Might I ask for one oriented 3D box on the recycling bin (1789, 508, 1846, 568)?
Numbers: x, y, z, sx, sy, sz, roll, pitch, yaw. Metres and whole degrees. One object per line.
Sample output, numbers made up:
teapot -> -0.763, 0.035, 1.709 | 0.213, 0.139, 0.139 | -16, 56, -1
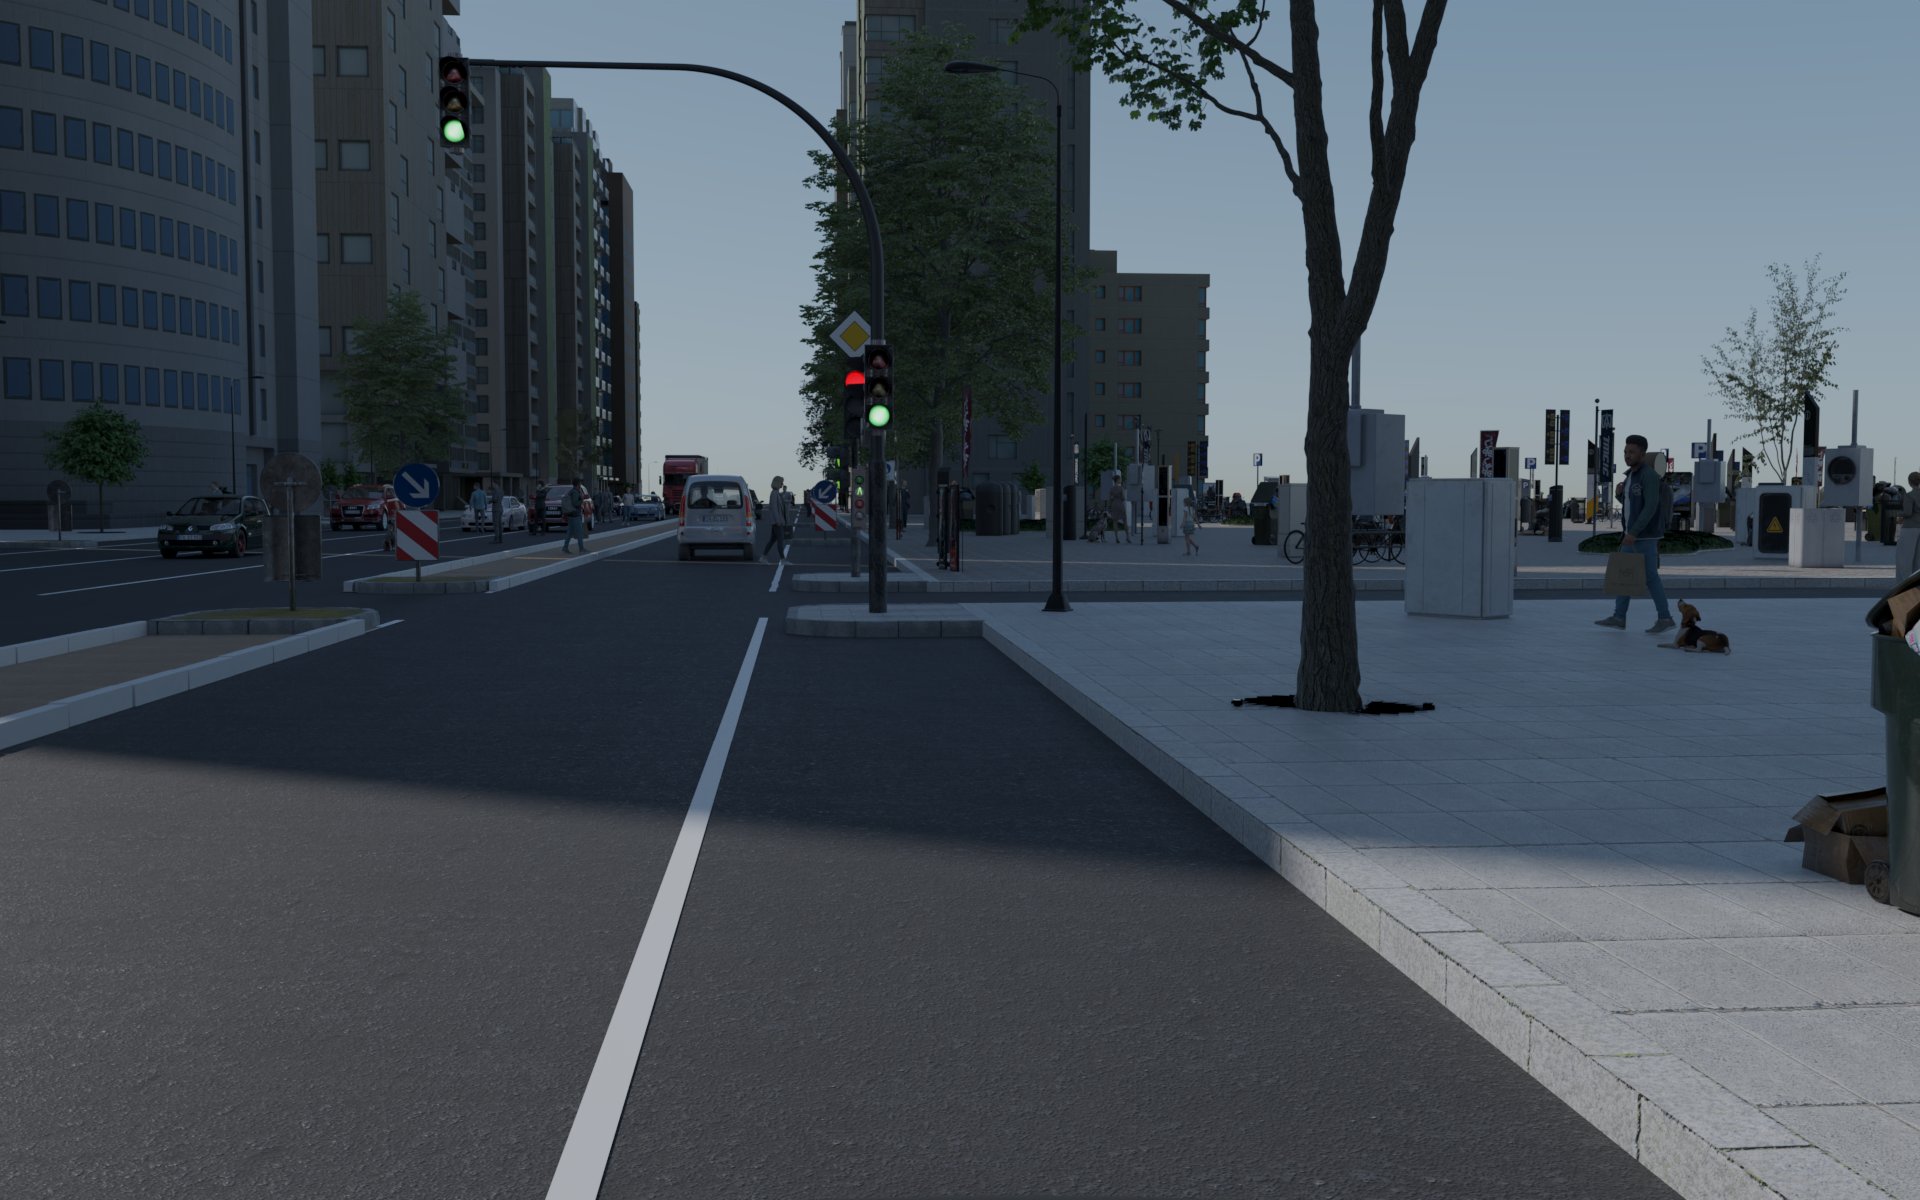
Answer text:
recycling bin -> 14.988, -1.085, 30.298 | 0.722, 1.027, 0.722 | 1, 4, 10

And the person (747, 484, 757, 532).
person -> -7.943, -3.481, 65.227 | 0.655, 1.846, 0.447 | 1, 4, 20

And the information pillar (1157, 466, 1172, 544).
information pillar -> 5.279, -2.459, 44.700 | 0.304, 2.012, 0.304 | 1, 4, 22

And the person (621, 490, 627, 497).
person -> -41.655, -12.794, 215.234 | 0.705, 1.822, 1.348 | 1, 4, 22

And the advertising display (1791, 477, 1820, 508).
advertising display -> 31.262, -3.600, 64.078 | 0.974, 1.923, 0.123 | 3, 5, 43

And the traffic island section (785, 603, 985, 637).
traffic island section -> -0.876, 0.214, 18.786 | 2.009, 0.180, 2.903 | 0, 4, -5

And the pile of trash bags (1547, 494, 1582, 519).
pile of trash bags -> 31.837, -5.046, 92.258 | 1.912, 1.369, 3.447 | 0, 4, 6

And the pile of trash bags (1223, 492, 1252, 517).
pile of trash bags -> 15.217, -5.418, 98.341 | 1.912, 1.369, 3.447 | -1, 4, -13

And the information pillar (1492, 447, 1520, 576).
information pillar -> 8.522, -1.383, 27.102 | 0.304, 2.012, 0.304 | -3, 4, -38

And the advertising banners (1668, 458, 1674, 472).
advertising banners -> 34.279, -5.279, 82.492 | 0.090, 3.025, 2.074 | -1, 4, -11

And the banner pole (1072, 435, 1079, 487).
banner pole -> 4.835, -5.066, 72.847 | 0.401, 3.779, 0.863 | -1, 4, -19

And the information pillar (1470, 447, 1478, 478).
information pillar -> 25.771, -5.843, 86.890 | 0.504, 3.616, 0.183 | -3, 4, -39

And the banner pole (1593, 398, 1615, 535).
banner pole -> 16.741, -3.374, 45.187 | 0.401, 3.779, 0.863 | -1, 4, -19

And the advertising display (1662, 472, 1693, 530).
advertising display -> 20.614, -2.737, 49.968 | 0.974, 1.923, 0.123 | 3, 4, 39

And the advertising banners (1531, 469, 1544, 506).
advertising banners -> 30.010, -5.744, 90.103 | 0.090, 3.025, 2.074 | 3, 4, 37

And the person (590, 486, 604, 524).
person -> -17.588, -4.596, 83.822 | 0.661, 1.801, 0.590 | 1, 4, 22

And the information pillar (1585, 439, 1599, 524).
information pillar -> 26.724, -5.005, 73.192 | 0.504, 3.616, 0.183 | 1, 4, 17

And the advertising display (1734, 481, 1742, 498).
advertising display -> 39.428, -5.041, 87.640 | 0.123, 1.923, 0.974 | 0, 4, 4

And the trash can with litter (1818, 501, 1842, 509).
trash can with litter -> 29.221, -2.882, 58.514 | 1.055, 1.170, 0.624 | -2, 4, -29

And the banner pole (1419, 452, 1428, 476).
banner pole -> 27.226, -6.858, 102.137 | 0.401, 3.779, 0.863 | -3, 5, -40

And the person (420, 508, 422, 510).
person -> -32.166, -5.906, 103.047 | 0.683, 1.767, 0.568 | 3, 5, 41

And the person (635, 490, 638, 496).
person -> -32.011, -9.949, 171.145 | 0.705, 1.826, 1.348 | -2, 4, -23

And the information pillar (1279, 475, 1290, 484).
information pillar -> 12.347, -3.759, 65.958 | 0.304, 2.012, 0.304 | -1, 4, -21

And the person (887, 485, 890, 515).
person -> -4.300, -6.000, 104.273 | 1.348, 1.807, 0.705 | -1, 4, -13

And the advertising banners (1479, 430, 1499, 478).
advertising banners -> 13.794, -3.153, 47.741 | 2.074, 3.025, 0.090 | 2, 4, 33

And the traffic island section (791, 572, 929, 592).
traffic island section -> -1.588, -0.273, 26.739 | 2.009, 0.180, 2.903 | 0, 4, -5

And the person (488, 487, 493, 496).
person -> -20.716, -4.197, 77.219 | 0.694, 1.812, 0.767 | 1, 4, 11

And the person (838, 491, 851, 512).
person -> -8.360, -7.315, 125.658 | 1.348, 1.821, 0.705 | -3, 4, -38

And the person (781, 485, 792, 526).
person -> -7.343, -3.896, 72.401 | 0.606, 1.804, 0.583 | 1, 4, 22

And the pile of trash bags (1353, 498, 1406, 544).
pile of trash bags -> 11.315, -2.202, 45.763 | 1.912, 1.369, 3.447 | 1, 4, 20

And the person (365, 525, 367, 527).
person -> -25.598, -4.020, 74.248 | 0.581, 1.822, 0.654 | 3, 4, 38

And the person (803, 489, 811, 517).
person -> -9.576, -6.028, 107.584 | 0.750, 1.759, 0.617 | 2, 4, 28

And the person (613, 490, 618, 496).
person -> -41.820, -12.497, 210.388 | 0.705, 1.821, 1.348 | 1, 4, 18

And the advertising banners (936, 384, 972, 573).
advertising banners -> -0.098, -1.987, 28.683 | 0.090, 3.025, 2.074 | -1, 4, -15

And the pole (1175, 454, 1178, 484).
pole -> 11.124, -5.818, 88.970 | 0.158, 3.312, 0.155 | 0, 3, 0

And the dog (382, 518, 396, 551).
dog -> -14.396, -1.659, 43.963 | 0.513, 0.831, 0.800 | 0, 4, -2

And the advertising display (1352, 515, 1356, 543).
advertising display -> 9.217, -2.218, 41.471 | 0.123, 1.923, 0.974 | -1, 4, -13

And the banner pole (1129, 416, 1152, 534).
banner pole -> 5.835, -4.015, 55.666 | 0.401, 3.779, 0.863 | -3, 5, -44

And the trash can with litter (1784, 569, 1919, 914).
trash can with litter -> 3.021, 0.359, 5.511 | 0.624, 1.170, 1.055 | 0, 4, -7

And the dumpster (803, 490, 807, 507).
dumpster -> -15.970, -10.913, 186.649 | 1.865, 1.857, 1.264 | 0, 4, -4

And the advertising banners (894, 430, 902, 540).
advertising banners -> -1.743, -3.203, 48.555 | 0.090, 3.025, 2.074 | 0, 4, 3

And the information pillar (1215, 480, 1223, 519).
information pillar -> 13.226, -5.128, 88.332 | 0.304, 2.012, 0.304 | -1, 4, -22

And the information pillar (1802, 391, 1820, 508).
information pillar -> 19.169, -2.918, 39.067 | 0.183, 3.616, 0.504 | 0, 4, -6

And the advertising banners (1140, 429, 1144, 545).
advertising banners -> 4.602, -2.905, 43.690 | 0.090, 3.025, 2.074 | 0, 4, 6

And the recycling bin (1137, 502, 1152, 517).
recycling bin -> 10.460, -5.268, 98.684 | 0.722, 1.027, 0.722 | -2, 4, -33

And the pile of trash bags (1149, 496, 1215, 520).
pile of trash bags -> 10.803, -4.689, 86.419 | 3.447, 1.369, 1.912 | 3, 5, 42

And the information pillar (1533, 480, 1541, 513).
information pillar -> 29.494, -5.141, 88.554 | 0.304, 2.012, 0.304 | 0, 4, 7

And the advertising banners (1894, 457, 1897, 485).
advertising banners -> 43.921, -5.225, 81.614 | 0.090, 3.025, 2.074 | 3, 4, 37

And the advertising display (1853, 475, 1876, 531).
advertising display -> 31.241, -3.341, 59.841 | 0.123, 1.923, 0.974 | -1, 4, -9

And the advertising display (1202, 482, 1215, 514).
advertising display -> 13.933, -5.559, 96.102 | 0.974, 1.923, 0.123 | 0, 4, 6

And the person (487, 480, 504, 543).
person -> -13.561, -2.579, 50.477 | 0.447, 1.846, 0.655 | 0, 4, 6

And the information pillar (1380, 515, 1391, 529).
information pillar -> 13.941, -3.195, 56.731 | 0.304, 2.012, 0.304 | 0, 4, -2

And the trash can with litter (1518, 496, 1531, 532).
trash can with litter -> 18.085, -2.769, 56.336 | 2.233, 1.210, 1.678 | -3, 5, -41

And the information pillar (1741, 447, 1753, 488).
information pillar -> 38.482, -5.712, 84.739 | 0.504, 3.616, 0.183 | 2, 4, 29

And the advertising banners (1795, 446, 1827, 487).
advertising banners -> 30.545, -4.095, 63.135 | 2.074, 3.025, 0.090 | 0, 4, -2

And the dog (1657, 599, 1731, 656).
dog -> 6.005, 0.219, 14.155 | 0.550, 0.427, 0.748 | 1, 4, 20

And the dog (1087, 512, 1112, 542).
dog -> 3.586, -1.943, 46.142 | 0.800, 0.831, 0.513 | 2, 4, 26

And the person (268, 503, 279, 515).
person -> -23.823, -3.136, 60.045 | 0.520, 1.790, 0.573 | 1, 4, 11
